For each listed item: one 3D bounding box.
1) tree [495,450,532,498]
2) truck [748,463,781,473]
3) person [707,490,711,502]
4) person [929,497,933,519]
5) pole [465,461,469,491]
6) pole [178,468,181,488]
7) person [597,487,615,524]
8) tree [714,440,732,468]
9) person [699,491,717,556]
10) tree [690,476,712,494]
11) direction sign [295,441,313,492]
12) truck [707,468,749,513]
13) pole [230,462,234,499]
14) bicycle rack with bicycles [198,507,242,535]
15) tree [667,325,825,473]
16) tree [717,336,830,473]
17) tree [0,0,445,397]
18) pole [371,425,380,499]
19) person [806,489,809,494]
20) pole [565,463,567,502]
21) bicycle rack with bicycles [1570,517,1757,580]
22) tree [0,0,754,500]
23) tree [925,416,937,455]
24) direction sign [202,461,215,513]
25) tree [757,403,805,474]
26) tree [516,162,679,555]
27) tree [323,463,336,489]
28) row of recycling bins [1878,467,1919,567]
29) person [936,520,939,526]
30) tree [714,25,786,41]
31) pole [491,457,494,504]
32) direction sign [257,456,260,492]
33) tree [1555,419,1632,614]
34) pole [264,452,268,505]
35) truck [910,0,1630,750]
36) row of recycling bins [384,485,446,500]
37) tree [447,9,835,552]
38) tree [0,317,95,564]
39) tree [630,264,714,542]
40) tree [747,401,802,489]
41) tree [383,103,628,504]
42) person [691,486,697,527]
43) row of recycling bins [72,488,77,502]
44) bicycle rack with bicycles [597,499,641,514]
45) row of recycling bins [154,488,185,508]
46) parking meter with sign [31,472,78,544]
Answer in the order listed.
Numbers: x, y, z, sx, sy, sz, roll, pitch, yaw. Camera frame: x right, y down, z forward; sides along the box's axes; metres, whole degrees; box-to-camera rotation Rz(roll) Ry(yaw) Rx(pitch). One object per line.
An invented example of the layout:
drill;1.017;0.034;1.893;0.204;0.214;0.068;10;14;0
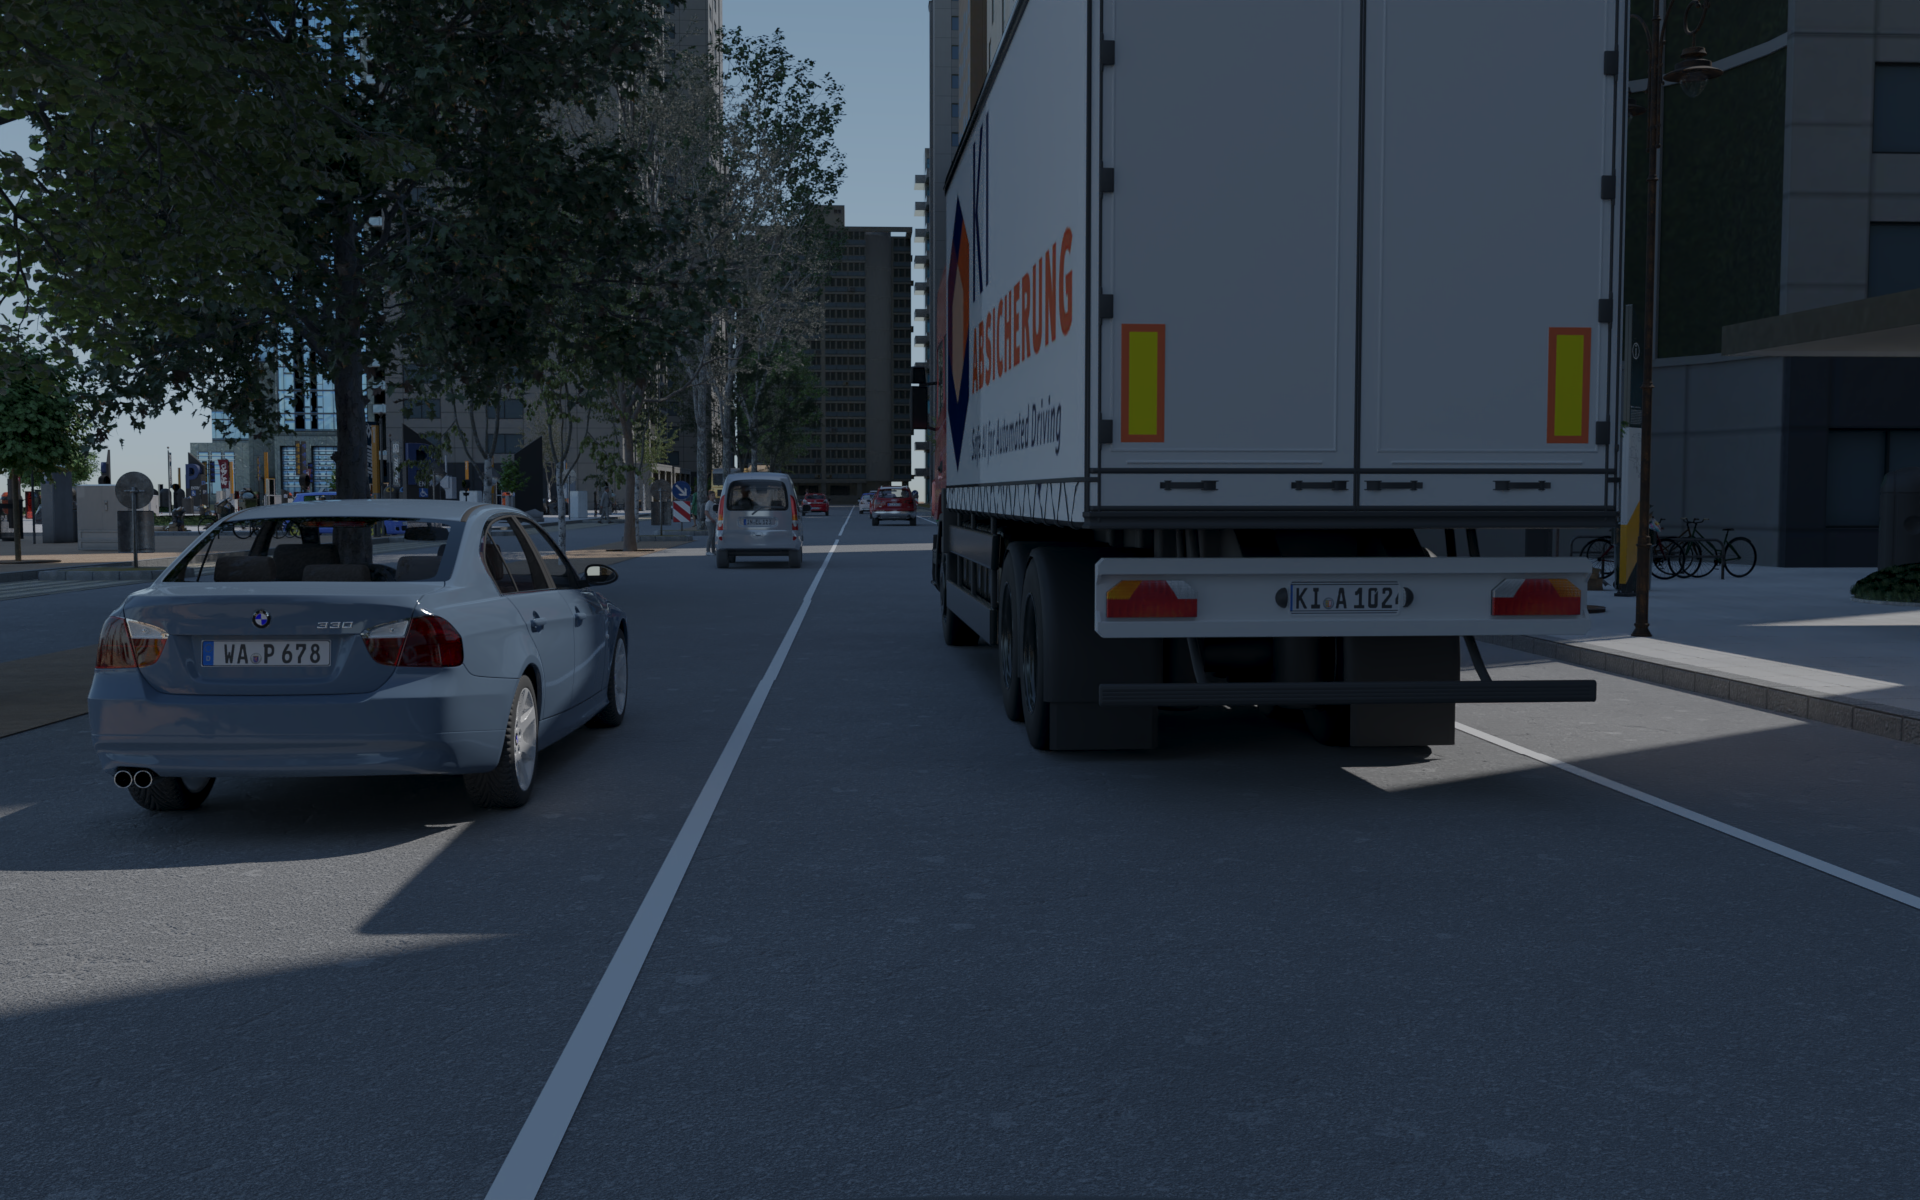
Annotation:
tree;-19.842;-5.031;76.857;1.663;3.219;1.824;0;3;0
truck;-17.957;-10.365;158.377;2.839;4.237;11.283;0;4;-2
person;-20.529;-8.114;141.722;0.434;1.755;0.990;0;4;-4
person;-1.438;-5.456;98.459;0.760;1.731;0.466;-1;4;-19
pole;-30.460;-6.922;107.024;0.158;3.312;0.155;0;3;0
pole;-60.017;-8.524;133.206;0.158;3.312;0.155;0;3;0
person;-17.030;-4.554;83.234;0.850;1.792;0.678;0;4;5
tree;-26.472;-14.465;186.868;4.360;8.622;3.978;0;3;0
person;-5.799;-1.793;40.419;0.523;1.515;0.503;-1;4;-22
tree;-24.466;-10.214;161.606;1.663;3.219;1.824;0;3;0
direction sign;-28.106;-5.010;73.903;0.379;3.537;0.876;0;4;7
truck;-17.164;-8.257;130.933;3.469;3.379;9.791;0;4;-2
pole;-47.800;-7.300;113.204;0.158;3.312;0.155;0;3;0
bicycle rack with bicycles;-20.069;-2.245;50.085;2.925;0.926;2.852;0;4;8
tree;-11.150;-9.351;89.766;8.767;10.594;7.601;0;4;-3
tree;-12.107;-11.209;111.476;9.928;11.665;9.643;0;3;0
tree;-7.122;-5.584;11.890;7.486;12.596;7.792;0;3;0
pole;-17.349;-3.524;51.459;0.158;3.312;0.155;0;3;0
person;-11.518;-7.436;130.095;0.388;1.821;0.555;0;4;-7
pole;-26.041;-7.373;114.395;0.158;3.312;0.155;0;3;0
bicycle rack with bicycles;10.797;-0.820;26.792;2.925;0.926;2.852;0;4;6
tree;-7.510;-6.220;21.163;9.611;12.733;9.660;0;3;0
tree;-0.715;-11.664;141.076;4.737;8.622;4.395;0;3;0
direction sign;-51.405;-7.740;118.542;0.379;3.537;0.876;3;5;41
tree;-12.604;-10.151;118.781;4.360;8.622;3.978;0;3;0
tree;-7.928;-4.982;34.276;4.737;8.622;4.395;0;3;0
tree;-32.835;-5.921;91.404;1.663;3.219;1.824;0;3;0
row of recycling bins;15.305;-1.221;27.083;1.069;1.692;3.534;3;5;43
person;-0.994;-3.926;76.940;0.306;1.304;0.590;0;4;8
tree;-11.087;-12.713;66.203;12.611;20.169;13.585;0;3;0
pole;-24.314;-5.879;89.969;0.158;3.312;0.155;0;3;0
direction sign;-42.252;-6.874;104.386;0.379;3.537;0.876;-1;4;-14
tree;6.677;-1.493;19.008;1.663;3.219;1.824;0;3;0
pole;-33.756;-5.534;84.316;0.158;3.312;0.155;0;3;0
truck;1.273;-1.477;13.058;2.839;4.237;11.283;0;4;-5
row of recycling bins;-24.007;-4.230;76.280;3.534;1.692;1.069;2;4;30
tree;-8.174;-7.936;42.584;12.009;13.543;11.850;0;3;0
tree;-17.548;-2.973;32.317;4.285;4.588;4.351;0;3;0
tree;-9.541;-6.001;50.937;4.360;8.622;3.978;0;3;0
tree;-13.253;-10.452;123.704;4.737;8.622;4.395;0;3;0
tree;-7.974;-4.666;29.114;4.360;8.622;3.978;0;3;0
person;-11.260;-4.004;74.217;0.529;1.795;0.600;2;4;29
row of recycling bins;-54.085;-6.161;107.840;3.534;1.692;1.069;0;4;1
bicycle rack with bicycles;-22.906;-6.169;114.242;2.852;0.926;2.925;2;4;33
row of recycling bins;-55.762;-7.069;122.693;3.534;1.692;1.069;-3;5;-40
parking meter with sign;-23.570;-2.995;45.236;0.543;3.016;1.738;1;4;16
